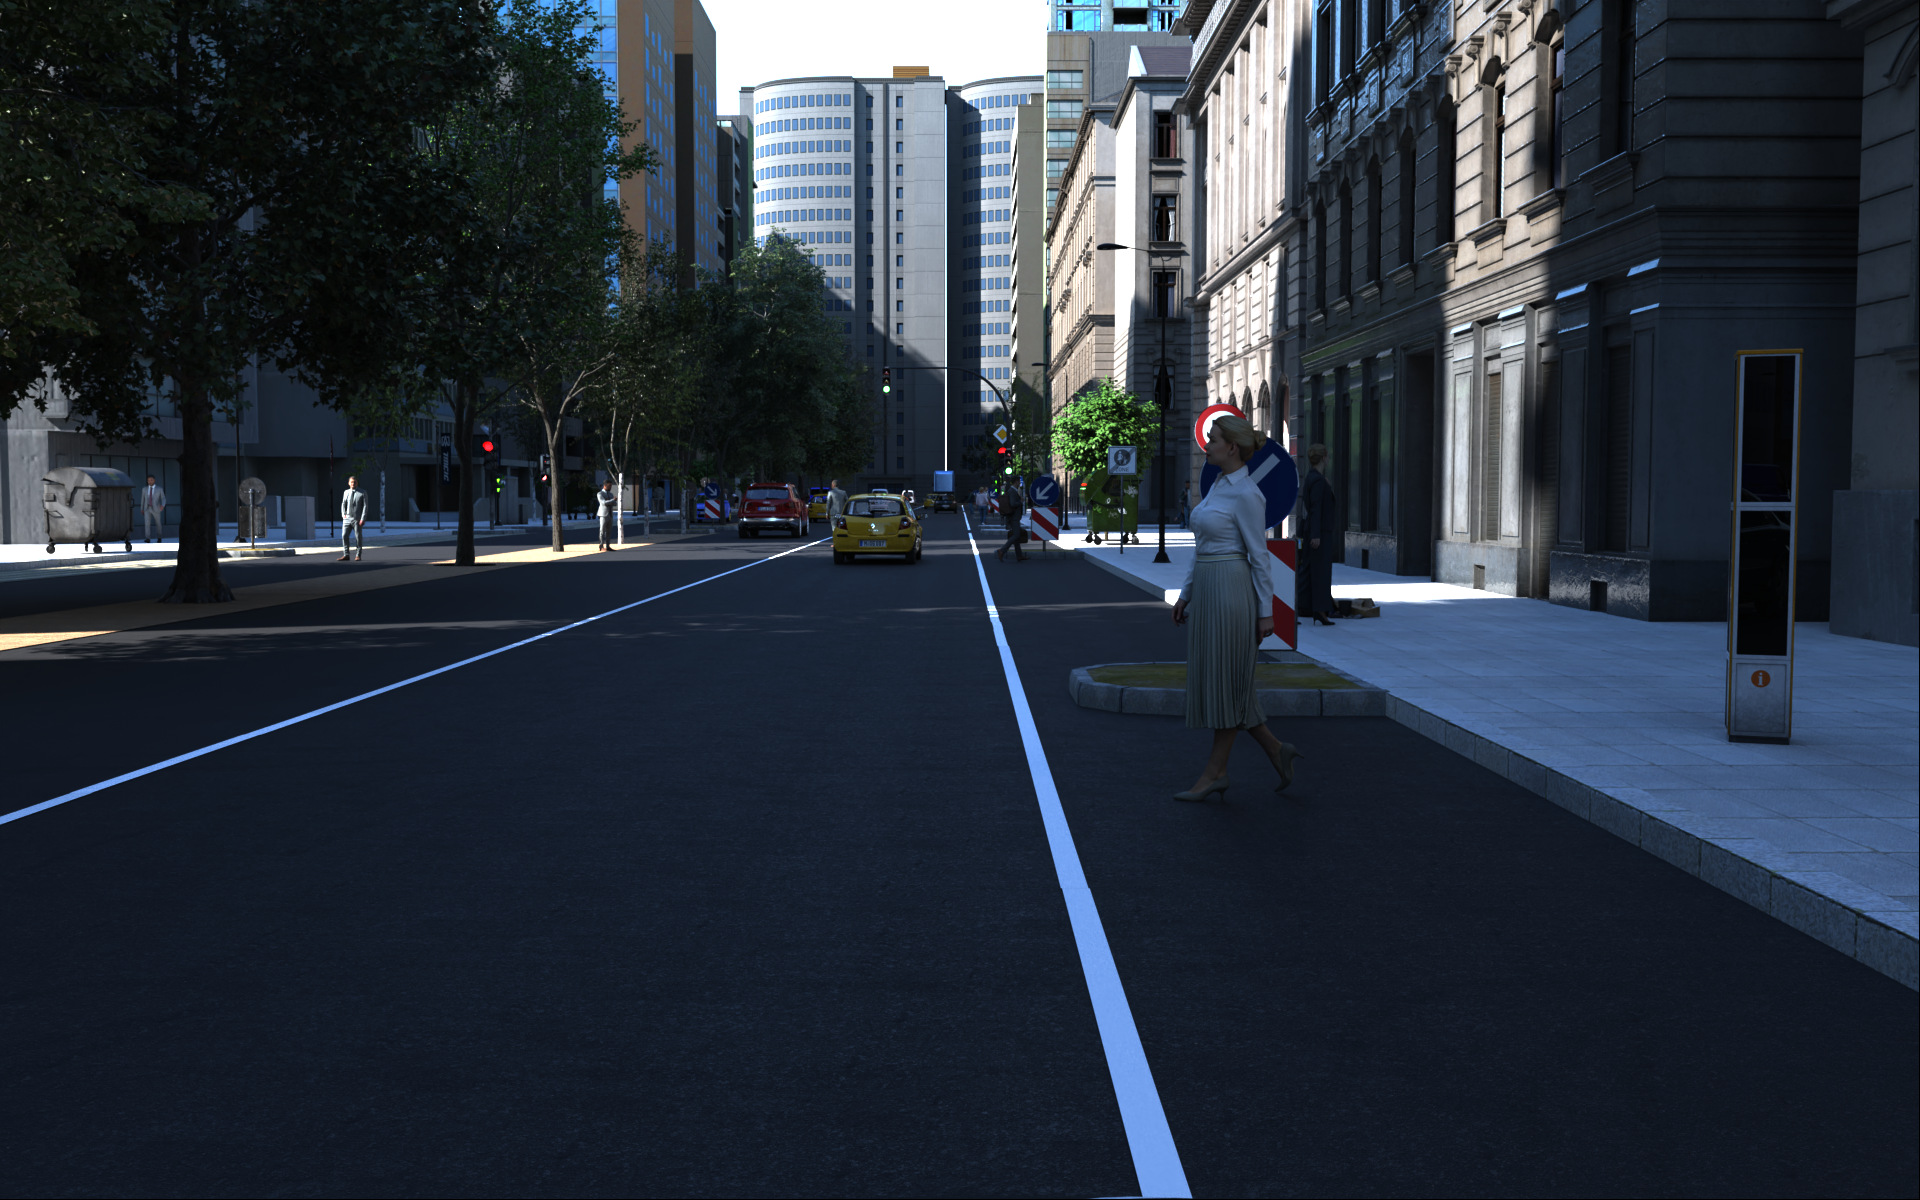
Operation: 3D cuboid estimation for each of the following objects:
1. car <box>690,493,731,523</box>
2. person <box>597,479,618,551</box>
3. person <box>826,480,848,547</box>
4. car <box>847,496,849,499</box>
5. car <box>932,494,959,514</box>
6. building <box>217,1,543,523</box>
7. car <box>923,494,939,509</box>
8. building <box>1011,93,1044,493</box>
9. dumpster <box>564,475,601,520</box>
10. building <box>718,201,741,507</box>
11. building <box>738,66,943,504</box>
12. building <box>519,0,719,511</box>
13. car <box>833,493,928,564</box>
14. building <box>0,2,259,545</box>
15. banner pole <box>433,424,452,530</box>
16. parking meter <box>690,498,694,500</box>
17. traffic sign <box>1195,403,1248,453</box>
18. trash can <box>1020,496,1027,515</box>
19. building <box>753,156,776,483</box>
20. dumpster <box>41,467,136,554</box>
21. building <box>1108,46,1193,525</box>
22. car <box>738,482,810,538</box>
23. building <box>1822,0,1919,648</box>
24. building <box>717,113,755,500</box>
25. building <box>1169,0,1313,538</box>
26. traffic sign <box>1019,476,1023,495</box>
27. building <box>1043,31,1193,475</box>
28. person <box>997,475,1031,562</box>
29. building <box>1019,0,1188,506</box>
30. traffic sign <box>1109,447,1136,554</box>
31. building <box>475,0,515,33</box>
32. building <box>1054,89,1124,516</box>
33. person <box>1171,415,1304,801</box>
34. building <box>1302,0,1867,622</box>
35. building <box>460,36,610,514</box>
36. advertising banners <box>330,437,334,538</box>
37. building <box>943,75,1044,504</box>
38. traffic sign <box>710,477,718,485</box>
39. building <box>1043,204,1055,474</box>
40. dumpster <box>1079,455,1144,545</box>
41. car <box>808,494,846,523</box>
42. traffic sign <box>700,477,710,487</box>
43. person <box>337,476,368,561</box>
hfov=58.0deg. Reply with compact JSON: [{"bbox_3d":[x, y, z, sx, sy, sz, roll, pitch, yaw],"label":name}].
[{"bbox_3d":[-12.569,-4.742,87.121,1.945,1.707,3.694,0,4,0],"label":"car"},{"bbox_3d":[-8.777,-2.114,43.238,0.466,1.800,0.511,1,4,16],"label":"person"},{"bbox_3d":[-3.313,-2.337,46.805,0.635,1.810,0.391,-2,4,-35],"label":"person"},{"bbox_3d":[-13.390,-11.169,195.196,1.945,1.354,3.894,0,4,1],"label":"car"},{"bbox_3d":[-1.059,-7.285,128.890,2.009,1.686,4.222,0,4,0],"label":"car"},{"bbox_3d":[-38.647,-24.089,85.734,32.217,40.220,23.993,0,3,0],"label":"building"},{"bbox_3d":[-2.552,-9.504,165.610,2.015,1.641,3.980,0,4,1],"label":"car"},{"bbox_3d":[17.093,-35.631,206.273,21.300,48.544,21.600,0,3,0],"label":"building"},{"bbox_3d":[-18.892,-5.142,86.561,1.502,2.255,1.985,0,3,0],"label":"dumpster"},{"bbox_3d":[-29.128,-24.203,167.420,14.160,30.474,14.107,0,3,0],"label":"building"},{"bbox_3d":[-16.073,-42.804,241.836,28.212,58.520,21.231,0,3,0],"label":"building"},{"bbox_3d":[-29.086,-30.686,151.828,14.600,45.320,14.200,0,3,0],"label":"building"},{"bbox_3d":[-1.712,-1.628,36.834,2.015,1.641,3.980,0,4,1],"label":"car"},{"bbox_3d":[-29.013,-22.375,49.424,14.086,41.232,14.154,0,3,0],"label":"building"},{"bbox_3d":[-18.568,-4.413,62.177,0.863,3.779,0.401,2,4,25],"label":"banner pole"},{"bbox_3d":[-18.602,-6.979,119.817,0.399,1.863,0.255,3,4,37],"label":"parking meter"},{"bbox_3d":[3.673,-1.482,24.331,0.768,2.556,0.104,0,4,5],"label":"traffic sign"},{"bbox_3d":[3.727,-5.730,105.334,0.748,1.137,0.748,0,3,0],"label":"trash can"},{"bbox_3d":[-37.607,-33.736,206.207,28.867,44.769,22.147,0,3,0],"label":"building"},{"bbox_3d":[-18.965,-1.954,37.704,1.264,1.857,1.865,0,3,0],"label":"dumpster"},{"bbox_3d":[16.106,-13.930,76.898,18.267,20.994,9.793,0,3,0],"label":"building"},{"bbox_3d":[-6.214,-3.016,57.984,2.281,1.827,5.304,0,4,-1],"label":"car"},{"bbox_3d":[14.216,-13.246,3.965,14.401,28.519,23.554,0,3,0],"label":"building"},{"bbox_3d":[-29.330,-30.456,181.550,14.154,41.232,14.086,0,3,0],"label":"building"},{"bbox_3d":[13.678,-12.534,46.735,13.314,21.916,24.055,0,3,0],"label":"building"},{"bbox_3d":[4.120,-7.377,120.715,0.768,2.556,0.104,1,4,9],"label":"traffic sign"},{"bbox_3d":[14.513,-28.963,157.142,14.154,41.232,14.086,0,3,0],"label":"building"},{"bbox_3d":[1.122,-1.738,36.884,0.822,1.834,0.622,-1,4,-17],"label":"person"},{"bbox_3d":[17.818,-52.941,178.262,22.319,86.520,31.000,0,3,0],"label":"building"},{"bbox_3d":[3.460,-2.134,37.018,0.606,2.300,0.079,0,4,0],"label":"traffic sign"},{"bbox_3d":[-30.120,-29.638,134.695,14.600,45.320,14.200,0,3,0],"label":"building"},{"bbox_3d":[12.998,-18.963,107.315,12.463,27.353,25.104,0,3,0],"label":"building"},{"bbox_3d":[1.314,0.036,8.142,0.641,1.798,0.478,0,4,-4],"label":"person"},{"bbox_3d":[11.586,-10.794,25.640,9.793,20.994,18.267,0,3,0],"label":"building"},{"bbox_3d":[-31.407,-20.877,113.035,14.160,30.474,14.107,0,3,0],"label":"building"},{"bbox_3d":[-18.541,-3.358,51.091,0.090,3.025,2.074,-1,4,-21],"label":"advertising banners"},{"bbox_3d":[12.139,-42.772,241.324,28.212,58.520,21.231,0,3,0],"label":"building"},{"bbox_3d":[-18.724,-8.034,131.455,0.768,2.556,0.104,0,4,3],"label":"traffic sign"},{"bbox_3d":[13.125,-20.509,132.584,12.463,27.353,25.104,0,3,0],"label":"building"},{"bbox_3d":[3.856,-2.545,44.097,1.502,2.255,1.985,0,4,0],"label":"dumpster"},{"bbox_3d":[-6.745,-4.747,87.836,2.015,1.641,3.980,0,4,2],"label":"car"},{"bbox_3d":[-19.098,-7.936,129.852,0.768,2.556,0.104,1,4,9],"label":"traffic sign"},{"bbox_3d":[-13.040,-1.752,37.248,0.635,1.810,0.391,0,4,3],"label":"person"}]
